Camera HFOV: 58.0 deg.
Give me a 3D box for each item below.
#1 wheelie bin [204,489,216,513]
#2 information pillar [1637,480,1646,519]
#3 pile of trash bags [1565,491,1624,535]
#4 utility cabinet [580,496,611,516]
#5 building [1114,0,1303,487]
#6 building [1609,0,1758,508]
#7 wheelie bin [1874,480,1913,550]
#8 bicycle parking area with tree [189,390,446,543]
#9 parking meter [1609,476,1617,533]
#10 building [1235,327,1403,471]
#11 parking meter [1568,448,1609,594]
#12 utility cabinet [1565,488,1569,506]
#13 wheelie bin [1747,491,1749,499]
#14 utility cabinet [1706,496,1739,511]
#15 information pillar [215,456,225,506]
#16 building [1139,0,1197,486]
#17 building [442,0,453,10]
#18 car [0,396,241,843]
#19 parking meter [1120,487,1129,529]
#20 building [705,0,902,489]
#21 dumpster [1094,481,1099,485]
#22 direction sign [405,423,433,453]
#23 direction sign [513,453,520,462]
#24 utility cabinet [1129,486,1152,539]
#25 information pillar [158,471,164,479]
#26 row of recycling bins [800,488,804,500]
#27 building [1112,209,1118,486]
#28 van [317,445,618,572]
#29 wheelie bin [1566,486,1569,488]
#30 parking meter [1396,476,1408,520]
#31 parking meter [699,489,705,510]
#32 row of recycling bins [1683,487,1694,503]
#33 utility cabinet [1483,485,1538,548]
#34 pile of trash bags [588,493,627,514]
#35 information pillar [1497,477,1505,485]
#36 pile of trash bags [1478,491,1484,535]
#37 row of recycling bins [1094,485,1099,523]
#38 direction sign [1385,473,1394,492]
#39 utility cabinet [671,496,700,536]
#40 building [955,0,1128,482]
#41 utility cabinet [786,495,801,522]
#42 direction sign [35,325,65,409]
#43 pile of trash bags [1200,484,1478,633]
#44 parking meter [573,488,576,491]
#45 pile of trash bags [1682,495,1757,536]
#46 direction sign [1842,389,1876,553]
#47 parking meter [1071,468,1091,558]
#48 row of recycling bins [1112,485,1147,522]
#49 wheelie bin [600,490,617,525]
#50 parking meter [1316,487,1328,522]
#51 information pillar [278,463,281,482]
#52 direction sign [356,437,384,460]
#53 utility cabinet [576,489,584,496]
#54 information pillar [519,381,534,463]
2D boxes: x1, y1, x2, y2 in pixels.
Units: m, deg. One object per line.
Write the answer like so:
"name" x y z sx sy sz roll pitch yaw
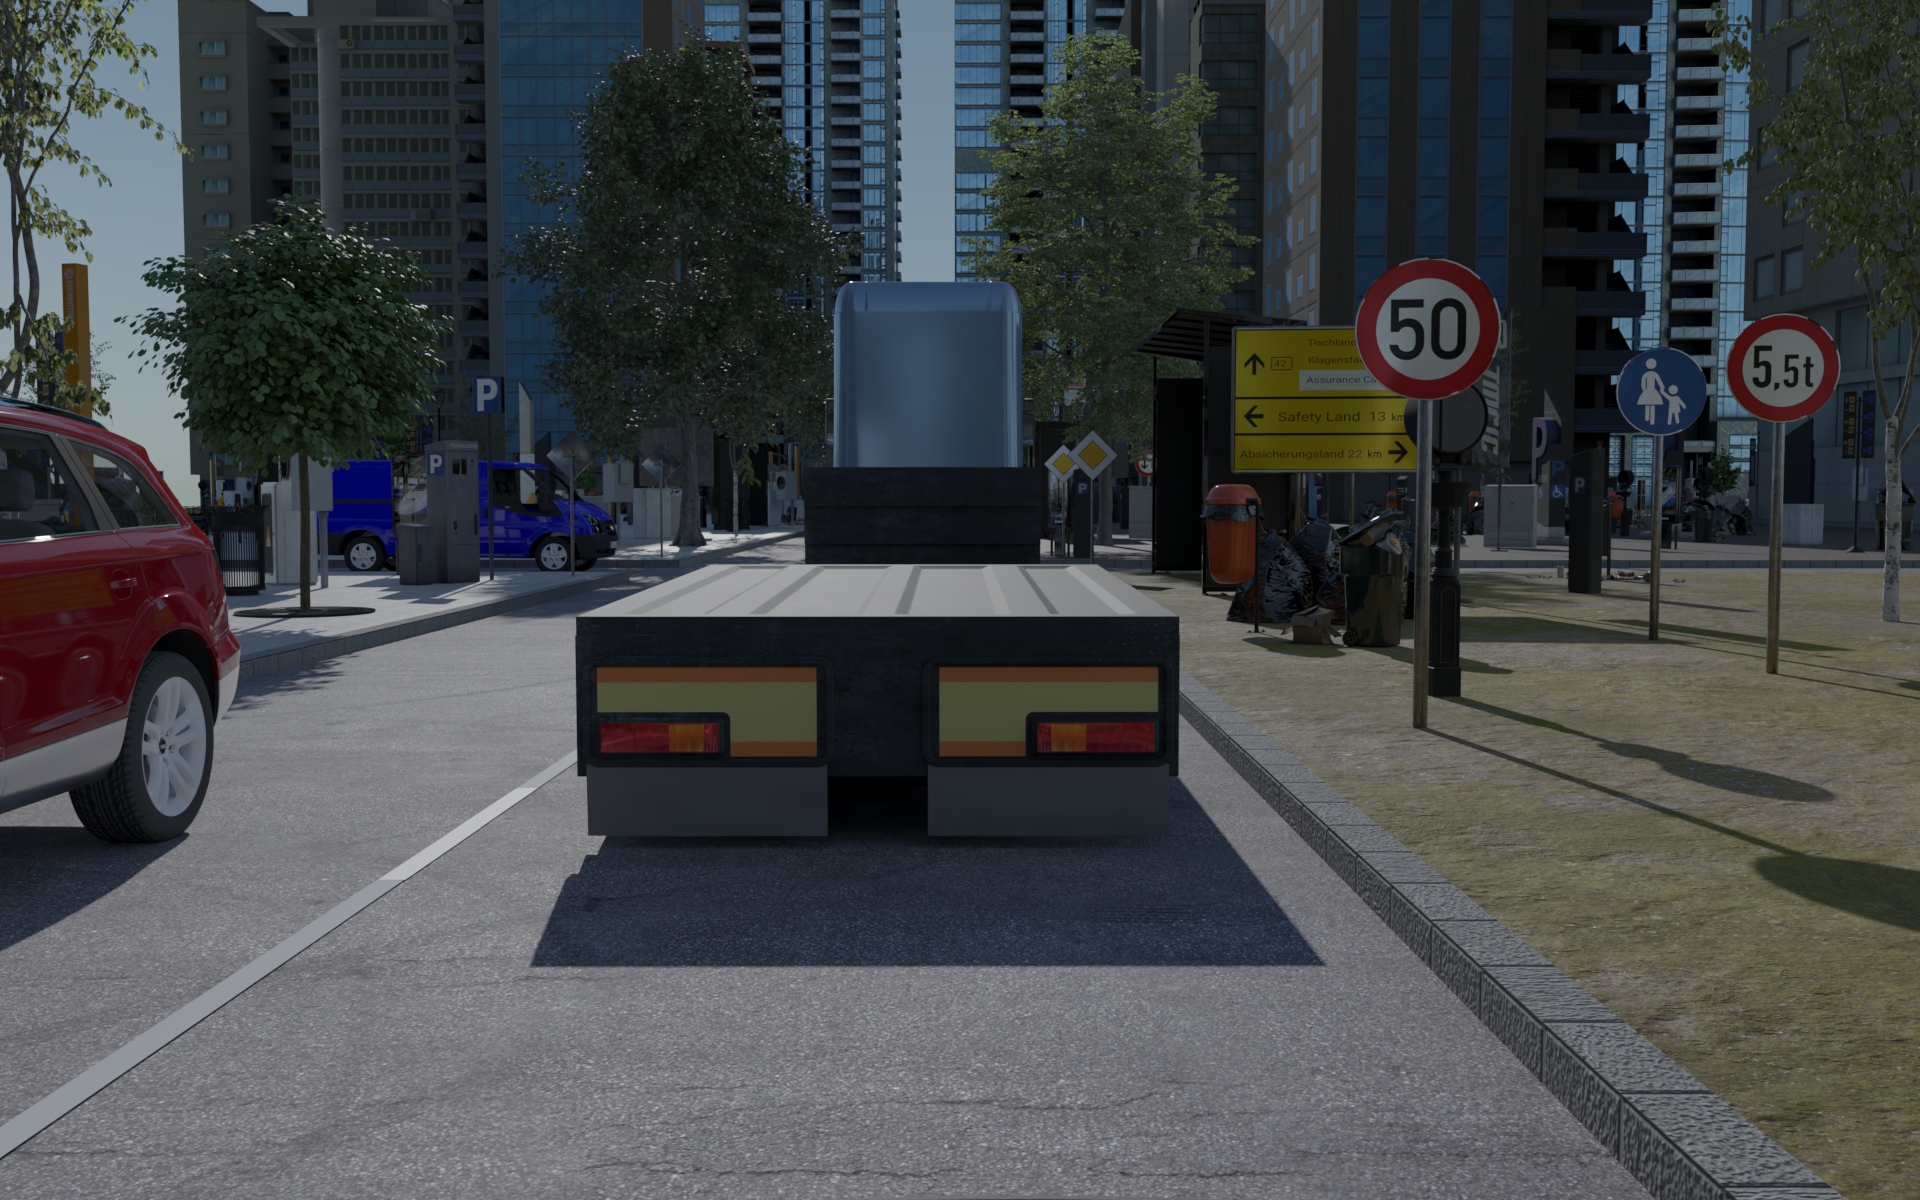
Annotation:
"wheelie bin" -46.078 -6.015 106.247 0.693 1.594 0.980 -1 4 -12
"information pillar" 35.184 -5.196 89.448 0.304 2.012 0.304 -1 4 -20
"pile of trash bags" 19.812 -2.799 55.509 3.447 1.369 1.912 -1 4 -17
"utility cabinet" -10.973 -2.488 51.841 1.020 1.237 0.306 1 4 14
"building" 21.235 -30.768 153.161 14.600 45.320 14.200 0 4 0
"building" 62.847 -51.929 161.709 31.000 86.520 22.319 0 4 0
"wheelie bin" 21.373 -1.939 39.617 0.693 1.594 0.980 0 4 -4
"bicycle parking area with tree" -17.072 -3.731 47.999 8.231 4.147 9.016 1 4 15
"parking meter" 21.490 -3.152 57.245 0.399 1.863 0.255 2 4 26
"building" 41.752 -36.506 216.479 30.456 49.044 23.786 0 4 0
"parking meter" 8.100 -1.023 22.429 0.255 1.863 0.399 -2 4 -25
"utility cabinet" 20.402 -3.096 59.304 1.173 1.500 0.318 0 4 -6
"wheelie bin" 46.693 -5.753 101.966 0.693 1.594 0.980 1 4 16
"utility cabinet" 26.417 -2.981 59.903 1.020 1.237 0.306 -1 4 -18
"information pillar" -44.448 -6.893 104.055 0.504 3.616 0.183 -2 4 -29
"building" 24.277 -36.041 131.262 21.231 58.520 28.212 0 4 0
"building" -65.824 -55.169 214.681 31.000 86.520 22.319 0 4 0
"car" -4.257 0.183 5.676 2.281 1.827 5.304 0 4 0
"parking meter" 6.097 -3.391 63.860 0.372 1.533 0.369 0 3 0
"building" -20.295 -55.166 214.633 31.000 86.520 22.319 0 4 0
"dumpster" 5.882 -4.439 78.338 1.264 1.857 1.865 0 4 0
"direction sign" -17.136 -3.848 54.910 0.876 3.537 0.379 -3 4 -37
"direction sign" -24.267 -6.290 94.837 0.379 3.537 0.876 1 4 15
"utility cabinet" 5.351 -2.456 48.837 1.173 1.500 0.318 3 4 36
"information pillar" -25.194 -3.057 54.480 0.304 2.012 0.304 -2 4 -26
"row of recycling bins" -9.348 -5.605 98.755 1.069 1.692 3.534 0 4 -4
"building" 21.640 -24.223 167.740 14.160 30.474 14.107 0 4 0
"van" -8.845 -1.646 31.288 5.245 2.365 2.240 0 4 2
"wheelie bin" 24.318 -3.740 69.064 0.980 1.594 0.693 -2 4 -35
"parking meter" 14.423 -3.108 56.525 0.255 1.863 0.399 2 4 31
"parking meter" -11.193 -4.062 74.817 0.372 1.533 0.369 0 3 0
"row of recycling bins" 40.934 -5.638 99.296 1.069 1.692 3.534 0 4 -6
"utility cabinet" 13.040 -1.979 41.042 1.173 1.500 0.318 3 4 36
"pile of trash bags" -22.033 -6.056 108.773 1.912 1.369 3.447 2 4 35
"information pillar" 22.764 -4.187 72.956 0.304 2.012 0.304 1 4 20
"pile of trash bags" 16.423 -2.831 56.042 1.912 1.369 3.447 2 4 25
"row of recycling bins" 4.732 -4.230 76.268 3.534 1.692 1.069 -1 4 -9
"direction sign" 17.452 -4.793 70.359 0.379 3.537 0.876 2 4 35
"utility cabinet" -8.445 -2.540 52.699 1.020 1.237 0.306 -2 4 -27
"building" 11.021 -55.127 214.002 31.000 86.520 22.319 0 4 0
"utility cabinet" -7.934 -4.272 81.012 1.020 1.237 0.306 0 4 1
"direction sign" -12.218 -1.922 23.416 0.876 3.537 0.379 3 4 36
"pile of trash bags" 3.484 -0.459 17.250 1.912 1.369 3.447 3 5 40
"parking meter" -13.743 -3.227 61.179 0.372 1.533 0.369 0 3 0
"pile of trash bags" 23.564 -2.764 54.938 1.912 1.369 3.447 -1 4 -15
"direction sign" 19.667 -2.810 37.948 0.379 3.537 0.876 -1 4 -16
"parking meter" 2.434 -1.777 34.759 0.399 1.863 0.255 0 4 0
"row of recycling bins" 8.256 -4.426 79.471 3.534 1.692 1.069 -2 4 -34
"wheelie bin" -14.675 -3.970 72.818 0.693 1.594 0.980 3 5 42
"parking meter" 12.234 -3.068 58.574 0.372 1.533 0.369 0 3 0
"information pillar" -14.485 -2.812 37.324 0.504 3.616 0.183 1 4 23
"direction sign" -19.658 -4.023 57.777 0.876 3.537 0.379 0 4 -8
"utility cabinet" -17.653 -4.329 79.465 0.318 1.500 1.173 -3 4 -39
"information pillar" -8.989 -2.728 35.959 0.183 3.616 0.504 -3 5 -41
